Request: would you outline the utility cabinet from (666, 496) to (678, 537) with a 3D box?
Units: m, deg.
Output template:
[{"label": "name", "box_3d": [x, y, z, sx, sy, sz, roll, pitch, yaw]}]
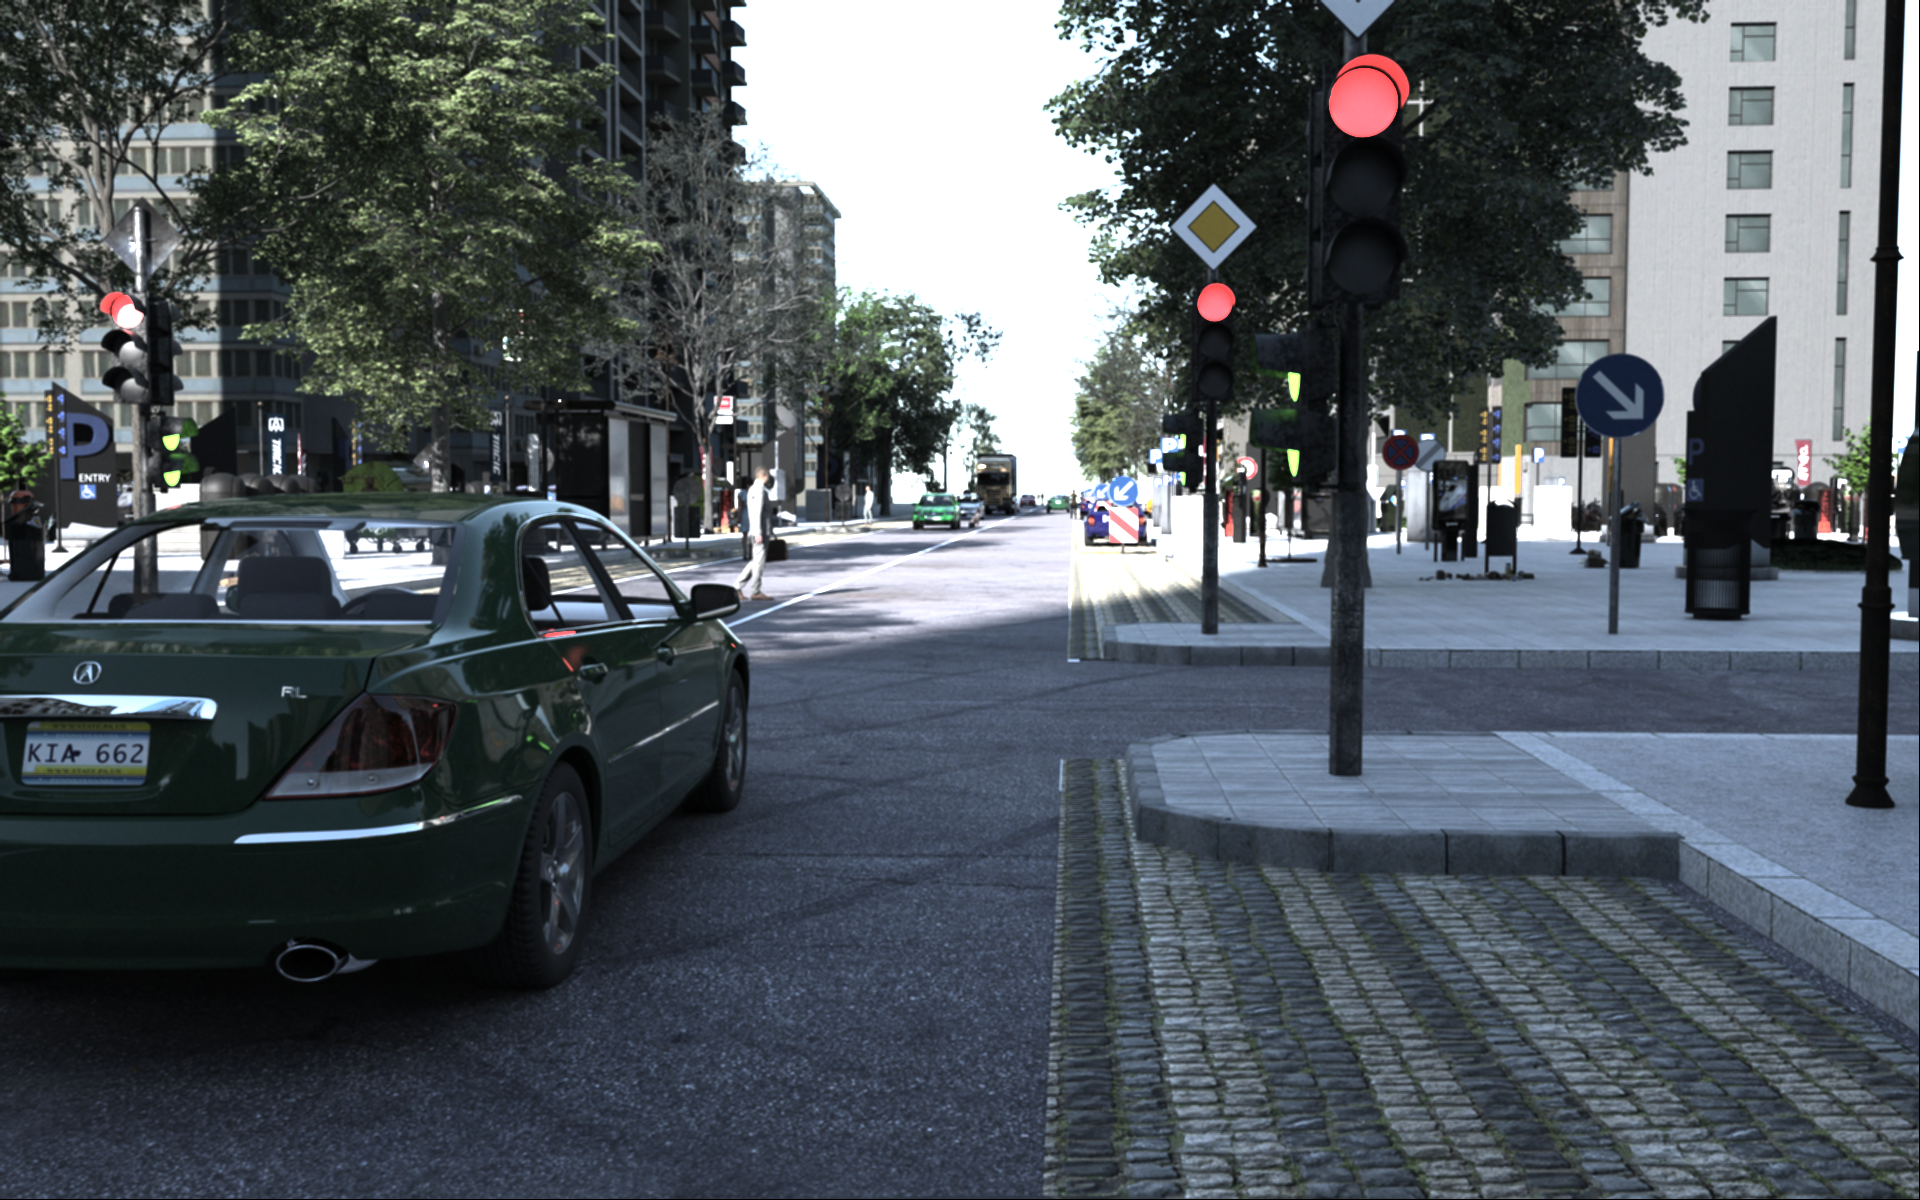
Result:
[{"label": "utility cabinet", "box_3d": [-8.975, -2.517, 52.318, 0.306, 1.237, 1.020, 2, 4, 35]}]

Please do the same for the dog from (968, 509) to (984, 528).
[{"label": "dog", "box_3d": [0.579, -3.477, 73.679, 0.513, 0.831, 0.800, -3, 4, -38]}]

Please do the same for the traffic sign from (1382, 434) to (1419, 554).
[{"label": "traffic sign", "box_3d": [9.372, -2.251, 36.916, 0.768, 2.556, 0.104, 1, 4, 9]}]

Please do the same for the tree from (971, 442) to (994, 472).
[{"label": "tree", "box_3d": [3.460, -17.087, 229.736, 4.737, 8.622, 4.395, 0, 3, 0]}]

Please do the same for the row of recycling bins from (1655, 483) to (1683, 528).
[{"label": "row of recycling bins", "box_3d": [26.557, -3.570, 65.484, 1.069, 1.692, 3.534, 2, 4, 33]}]

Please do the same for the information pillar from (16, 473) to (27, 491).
[{"label": "information pillar", "box_3d": [-32.078, -3.348, 59.239, 0.304, 2.012, 0.304, -3, 4, -36]}]

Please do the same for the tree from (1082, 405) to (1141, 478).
[{"label": "tree", "box_3d": [16.583, -15.730, 182.937, 9.928, 11.665, 9.643, 0, 3, 0]}]

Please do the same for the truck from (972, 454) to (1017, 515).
[{"label": "truck", "box_3d": [2.593, -8.140, 121.995, 2.839, 4.237, 11.283, 0, 4, 4]}]

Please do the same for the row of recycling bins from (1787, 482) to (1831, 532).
[{"label": "row of recycling bins", "box_3d": [27.898, -3.194, 59.340, 3.534, 1.692, 1.069, 1, 4, 20]}]

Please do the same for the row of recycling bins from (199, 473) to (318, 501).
[{"label": "row of recycling bins", "box_3d": [-14.086, -1.709, 35.062, 1.069, 1.692, 3.534, 1, 4, 9]}]

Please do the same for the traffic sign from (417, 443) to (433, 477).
[{"label": "traffic sign", "box_3d": [-11.952, -2.315, 39.034, 0.795, 2.450, 0.064, 1, 4, 9]}]

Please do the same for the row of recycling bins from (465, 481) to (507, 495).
[{"label": "row of recycling bins", "box_3d": [-15.492, -2.928, 54.982, 3.534, 1.692, 1.069, 3, 4, 38]}]

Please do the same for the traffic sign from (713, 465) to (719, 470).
[{"label": "traffic sign", "box_3d": [-10.753, -4.574, 74.894, 0.768, 2.556, 0.104, 0, 4, 5]}]

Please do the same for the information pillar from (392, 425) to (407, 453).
[{"label": "information pillar", "box_3d": [-18.108, -3.959, 56.085, 0.504, 3.616, 0.183, -1, 4, -14]}]

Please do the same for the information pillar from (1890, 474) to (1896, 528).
[{"label": "information pillar", "box_3d": [34.895, -3.690, 64.818, 0.304, 2.012, 0.304, 3, 5, 44]}]

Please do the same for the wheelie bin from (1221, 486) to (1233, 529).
[{"label": "wheelie bin", "box_3d": [10.078, -3.430, 63.981, 0.980, 1.594, 0.693, 3, 5, 44]}]

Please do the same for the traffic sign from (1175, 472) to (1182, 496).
[{"label": "traffic sign", "box_3d": [7.743, -3.793, 62.116, 0.768, 2.556, 0.104, 1, 4, 13]}]

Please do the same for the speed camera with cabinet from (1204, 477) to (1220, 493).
[{"label": "speed camera with cabinet", "box_3d": [12.961, -5.637, 86.507, 0.660, 3.252, 2.038, -2, 4, -25]}]

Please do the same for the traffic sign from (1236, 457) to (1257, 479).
[{"label": "traffic sign", "box_3d": [9.870, -3.656, 59.884, 0.768, 2.556, 0.104, 0, 4, 8]}]

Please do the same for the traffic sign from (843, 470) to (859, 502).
[{"label": "traffic sign", "box_3d": [-5.799, -5.637, 92.172, 0.884, 2.594, 0.081, 0, 4, 7]}]

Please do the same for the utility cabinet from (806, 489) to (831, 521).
[{"label": "utility cabinet", "box_3d": [-6.647, -4.444, 81.341, 1.173, 1.500, 0.318, 0, 4, 6]}]

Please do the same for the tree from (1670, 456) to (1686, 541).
[{"label": "tree", "box_3d": [20.412, -3.260, 47.901, 1.663, 3.219, 1.824, 0, 3, 0]}]

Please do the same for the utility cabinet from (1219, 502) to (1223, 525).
[{"label": "utility cabinet", "box_3d": [10.800, -3.752, 70.024, 1.173, 1.500, 0.318, 3, 4, 37]}]

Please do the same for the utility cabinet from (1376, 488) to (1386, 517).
[{"label": "utility cabinet", "box_3d": [16.645, -3.612, 67.742, 1.173, 1.500, 0.318, 0, 4, 2]}]

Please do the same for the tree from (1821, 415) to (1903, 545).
[{"label": "tree", "box_3d": [22.284, -2.928, 42.482, 1.663, 3.219, 1.824, 0, 3, 0]}]

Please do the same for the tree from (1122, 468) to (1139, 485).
[{"label": "tree", "box_3d": [11.559, -7.483, 116.952, 1.663, 3.219, 1.824, 0, 3, 0]}]

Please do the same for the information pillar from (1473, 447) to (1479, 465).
[{"label": "information pillar", "box_3d": [25.500, -5.765, 85.609, 0.183, 3.616, 0.504, 0, 4, -7]}]

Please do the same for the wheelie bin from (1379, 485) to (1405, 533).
[{"label": "wheelie bin", "box_3d": [14.461, -3.062, 57.974, 0.693, 1.594, 0.980, -1, 4, -17]}]

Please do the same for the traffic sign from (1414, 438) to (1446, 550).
[{"label": "traffic sign", "box_3d": [10.705, -2.417, 39.618, 0.768, 2.556, 0.104, 1, 4, 9]}]

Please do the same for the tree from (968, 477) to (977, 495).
[{"label": "tree", "box_3d": [1.396, -11.838, 188.145, 1.663, 3.219, 1.824, 0, 3, 0]}]

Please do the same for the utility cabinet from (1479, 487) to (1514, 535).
[{"label": "utility cabinet", "box_3d": [16.416, -2.710, 52.984, 0.318, 1.500, 1.173, -2, 4, -26]}]

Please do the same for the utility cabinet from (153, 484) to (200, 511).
[{"label": "utility cabinet", "box_3d": [-17.081, -1.792, 37.984, 1.173, 1.500, 0.318, -2, 4, -28]}]

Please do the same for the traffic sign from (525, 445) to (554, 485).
[{"label": "traffic sign", "box_3d": [-10.838, -2.722, 44.615, 0.768, 2.556, 0.104, 0, 4, 5]}]

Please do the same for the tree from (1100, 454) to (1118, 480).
[{"label": "tree", "box_3d": [16.931, -14.909, 194.119, 4.737, 8.622, 4.395, 0, 3, 0]}]

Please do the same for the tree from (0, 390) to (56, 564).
[{"label": "tree", "box_3d": [-17.682, -2.302, 32.243, 1.663, 3.219, 1.824, 0, 3, 0]}]

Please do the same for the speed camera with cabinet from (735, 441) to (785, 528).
[{"label": "speed camera with cabinet", "box_3d": [-7.558, -4.345, 65.380, 2.038, 3.252, 0.660, 2, 4, 33]}]

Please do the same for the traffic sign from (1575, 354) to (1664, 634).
[{"label": "traffic sign", "box_3d": [5.998, -0.961, 15.826, 0.768, 2.556, 0.104, 1, 4, 13]}]

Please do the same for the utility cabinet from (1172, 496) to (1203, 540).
[{"label": "utility cabinet", "box_3d": [6.534, -2.315, 49.009, 1.020, 1.237, 0.306, 1, 4, 21]}]

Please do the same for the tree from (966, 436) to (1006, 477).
[{"label": "tree", "box_3d": [4.269, -19.254, 249.217, 7.601, 10.594, 8.767, 1, 4, 10]}]

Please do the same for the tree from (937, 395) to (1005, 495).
[{"label": "tree", "box_3d": [0.966, -15.669, 181.942, 9.928, 11.665, 9.643, 0, 3, 0]}]

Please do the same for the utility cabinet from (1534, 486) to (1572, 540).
[{"label": "utility cabinet", "box_3d": [16.586, -2.433, 48.460, 0.318, 1.500, 1.173, -1, 4, -21]}]

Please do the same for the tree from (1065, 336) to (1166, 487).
[{"label": "tree", "box_3d": [11.092, -12.523, 122.885, 7.486, 12.596, 7.792, 0, 3, 0]}]

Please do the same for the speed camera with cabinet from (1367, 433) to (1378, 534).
[{"label": "speed camera with cabinet", "box_3d": [13.418, -3.832, 56.983, 0.660, 3.252, 2.038, 1, 4, 15]}]

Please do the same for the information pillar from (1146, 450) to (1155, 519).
[{"label": "information pillar", "box_3d": [10.004, -6.057, 90.394, 0.504, 3.616, 0.183, 1, 4, 10]}]

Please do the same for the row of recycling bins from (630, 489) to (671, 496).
[{"label": "row of recycling bins", "box_3d": [-11.074, -3.292, 60.938, 1.069, 1.692, 3.534, 1, 4, 9]}]

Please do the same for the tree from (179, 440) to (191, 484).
[{"label": "tree", "box_3d": [-25.477, -3.799, 56.707, 1.663, 3.219, 1.824, 0, 3, 0]}]
